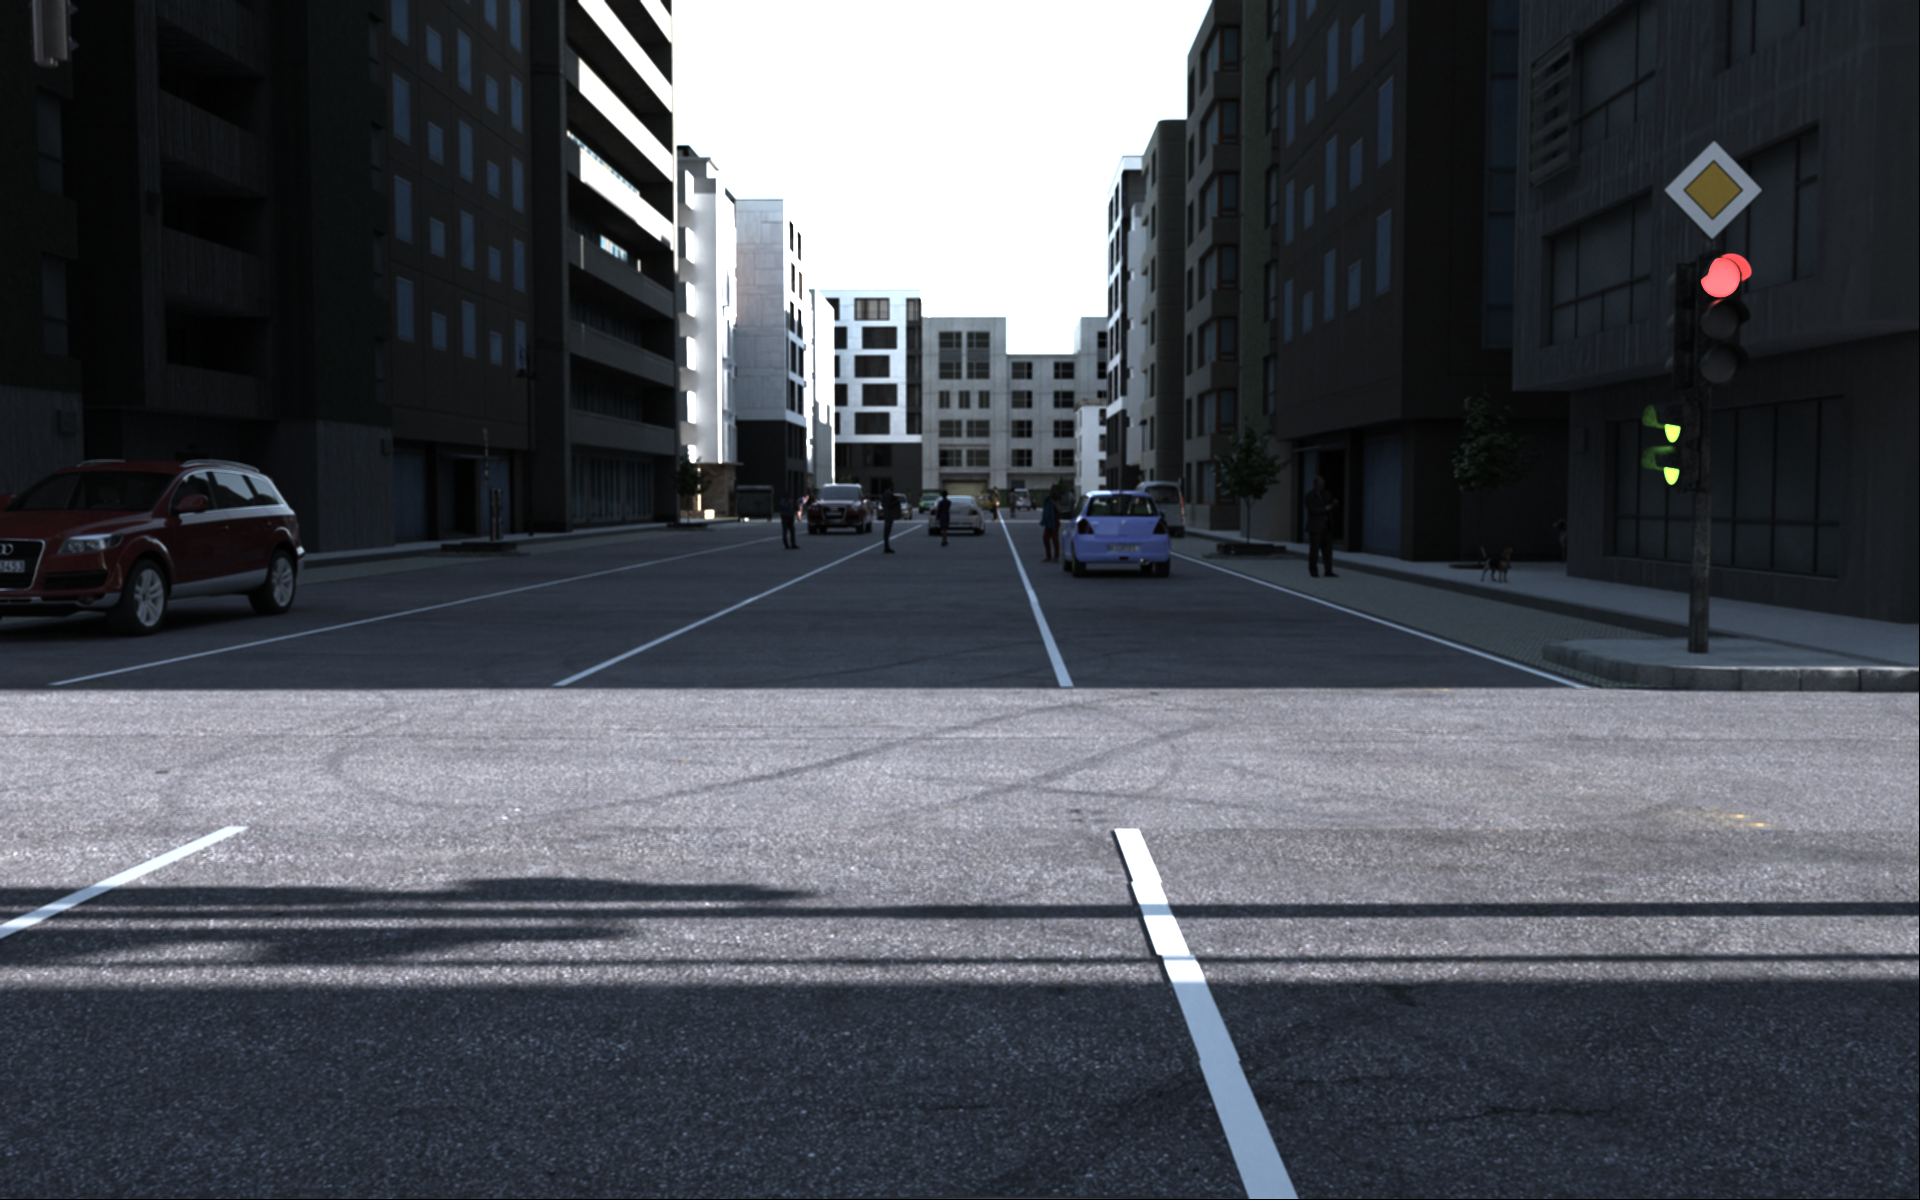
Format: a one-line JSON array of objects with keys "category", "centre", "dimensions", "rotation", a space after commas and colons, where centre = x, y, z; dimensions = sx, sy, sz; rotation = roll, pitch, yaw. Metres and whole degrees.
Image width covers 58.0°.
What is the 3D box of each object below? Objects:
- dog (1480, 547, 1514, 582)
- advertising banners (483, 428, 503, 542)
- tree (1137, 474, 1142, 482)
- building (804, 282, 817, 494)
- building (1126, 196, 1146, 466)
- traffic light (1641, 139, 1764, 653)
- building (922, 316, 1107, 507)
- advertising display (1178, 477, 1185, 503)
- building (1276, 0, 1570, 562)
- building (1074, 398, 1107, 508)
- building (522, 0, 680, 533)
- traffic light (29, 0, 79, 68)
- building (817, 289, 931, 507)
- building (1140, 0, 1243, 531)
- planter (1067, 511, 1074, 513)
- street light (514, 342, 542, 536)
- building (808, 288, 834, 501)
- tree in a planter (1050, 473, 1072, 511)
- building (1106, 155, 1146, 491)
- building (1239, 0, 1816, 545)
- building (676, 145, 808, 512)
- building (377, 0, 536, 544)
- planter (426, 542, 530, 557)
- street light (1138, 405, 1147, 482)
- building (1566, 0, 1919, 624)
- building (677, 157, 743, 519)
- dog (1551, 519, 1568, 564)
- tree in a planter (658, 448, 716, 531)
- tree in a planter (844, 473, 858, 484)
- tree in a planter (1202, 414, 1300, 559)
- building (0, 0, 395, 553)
[{"category": "dog", "centre": [7.847, -0.519, 25.310], "dimensions": [0.540, 0.507, 0.406], "rotation": [2, 4, 27]}, {"category": "advertising banners", "centre": [-12.723, -3.117, 47.153], "dimensions": [0.090, 3.025, 2.074], "rotation": [0, 4, -2]}, {"category": "tree", "centre": [10.377, -5.988, 92.505], "dimensions": [1.663, 3.219, 1.824], "rotation": [0, 3, 0]}, {"category": "building", "centre": [-19.941, -17.372, 140.453], "dimensions": [16.016, 20.091, 11.380], "rotation": [0, 4, 1]}, {"category": "building", "centre": [17.733, -14.833, 98.938], "dimensions": [16.016, 20.091, 11.380], "rotation": [0, 4, 1]}, {"category": "traffic light", "centre": [5.955, -1.528, 13.904], "dimensions": [0.839, 4.253, 0.868], "rotation": [0, 4, 1]}, {"category": "building", "centre": [12.115, -19.216, 180.644], "dimensions": [31.486, 18.905, 16.747], "rotation": [0, 4, 1]}, {"category": "advertising display", "centre": [8.454, -3.734, 66.264], "dimensions": [0.123, 1.923, 0.974], "rotation": [0, 4, -1]}, {"category": "building", "centre": [15.232, -23.721, 37.948], "dimensions": [14.600, 45.320, 14.200], "rotation": [0, 4, 1]}, {"category": "building", "centre": [15.148, -12.810, 151.586], "dimensions": [9.099, 9.664, 28.070], "rotation": [0, 4, 1]}, {"category": "building", "centre": [-23.451, -27.070, 66.298], "dimensions": [21.300, 48.544, 21.600], "rotation": [0, 4, 1]}, {"category": "traffic light", "centre": [-9.710, -2.418, 14.206], "dimensions": [4.771, 5.953, 1.251], "rotation": [0, 4, 1]}, {"category": "building", "centre": [-19.840, -20.979, 186.979], "dimensions": [32.646, 21.610, 27.936], "rotation": [0, 4, 1]}, {"category": "building", "centre": [22.869, -14.031, 74.449], "dimensions": [27.650, 21.520, 28.899], "rotation": [0, 4, 1]}, {"category": "planter", "centre": [7.835, -5.791, 115.815], "dimensions": [1.991, 0.319, 1.994], "rotation": [0, 4, 1]}, {"category": "street light", "centre": [-13.151, -4.901, 52.919], "dimensions": [0.468, 5.910, 1.993], "rotation": [0, 4, 1]}, {"category": "building", "centre": [-27.962, -17.815, 157.735], "dimensions": [31.486, 18.905, 16.747], "rotation": [0, 4, 1]}, {"category": "tree in a planter", "centre": [8.311, -8.896, 142.665], "dimensions": [1.991, 3.239, 1.994], "rotation": [0, 4, 1]}, {"category": "building", "centre": [24.012, -16.928, 120.754], "dimensions": [27.936, 21.610, 32.646], "rotation": [0, 4, 1]}, {"category": "building", "centre": [15.440, -22.544, 52.187], "dimensions": [14.154, 41.232, 14.086], "rotation": [0, 4, 1]}, {"category": "building", "centre": [-26.057, -16.768, 118.139], "dimensions": [27.936, 21.610, 32.646], "rotation": [0, 4, 1]}, {"category": "building", "centre": [-20.890, -24.365, 48.481], "dimensions": [14.600, 45.320, 14.200], "rotation": [0, 4, 1]}, {"category": "planter", "centre": [-11.051, -1.154, 40.015], "dimensions": [1.991, 0.319, 1.994], "rotation": [0, 4, 1]}, {"category": "street light", "centre": [9.290, -7.040, 87.888], "dimensions": [0.468, 5.910, 1.993], "rotation": [0, 4, 1]}, {"category": "building", "centre": [15.330, -20.508, 18.901], "dimensions": [14.086, 41.232, 14.154], "rotation": [0, 4, 1]}, {"category": "building", "centre": [-20.517, -14.618, 95.430], "dimensions": [16.016, 20.091, 11.380], "rotation": [0, 4, 1]}, {"category": "dog", "centre": [11.278, -1.063, 31.765], "dimensions": [0.513, 0.831, 0.800], "rotation": [-1, 4, -14]}, {"category": "tree in a planter", "centre": [-10.556, -4.280, 67.194], "dimensions": [1.991, 3.239, 1.994], "rotation": [0, 4, 1]}, {"category": "tree in a planter", "centre": [-9.160, -8.989, 144.186], "dimensions": [1.991, 3.239, 1.994], "rotation": [0, 4, 1]}, {"category": "tree in a planter", "centre": [6.441, -2.530, 38.582], "dimensions": [1.991, 3.239, 1.994], "rotation": [0, 4, 1]}, {"category": "building", "centre": [-20.959, -16.085, 34.687], "dimensions": [14.160, 30.474, 14.107], "rotation": [0, 4, 1]}]
